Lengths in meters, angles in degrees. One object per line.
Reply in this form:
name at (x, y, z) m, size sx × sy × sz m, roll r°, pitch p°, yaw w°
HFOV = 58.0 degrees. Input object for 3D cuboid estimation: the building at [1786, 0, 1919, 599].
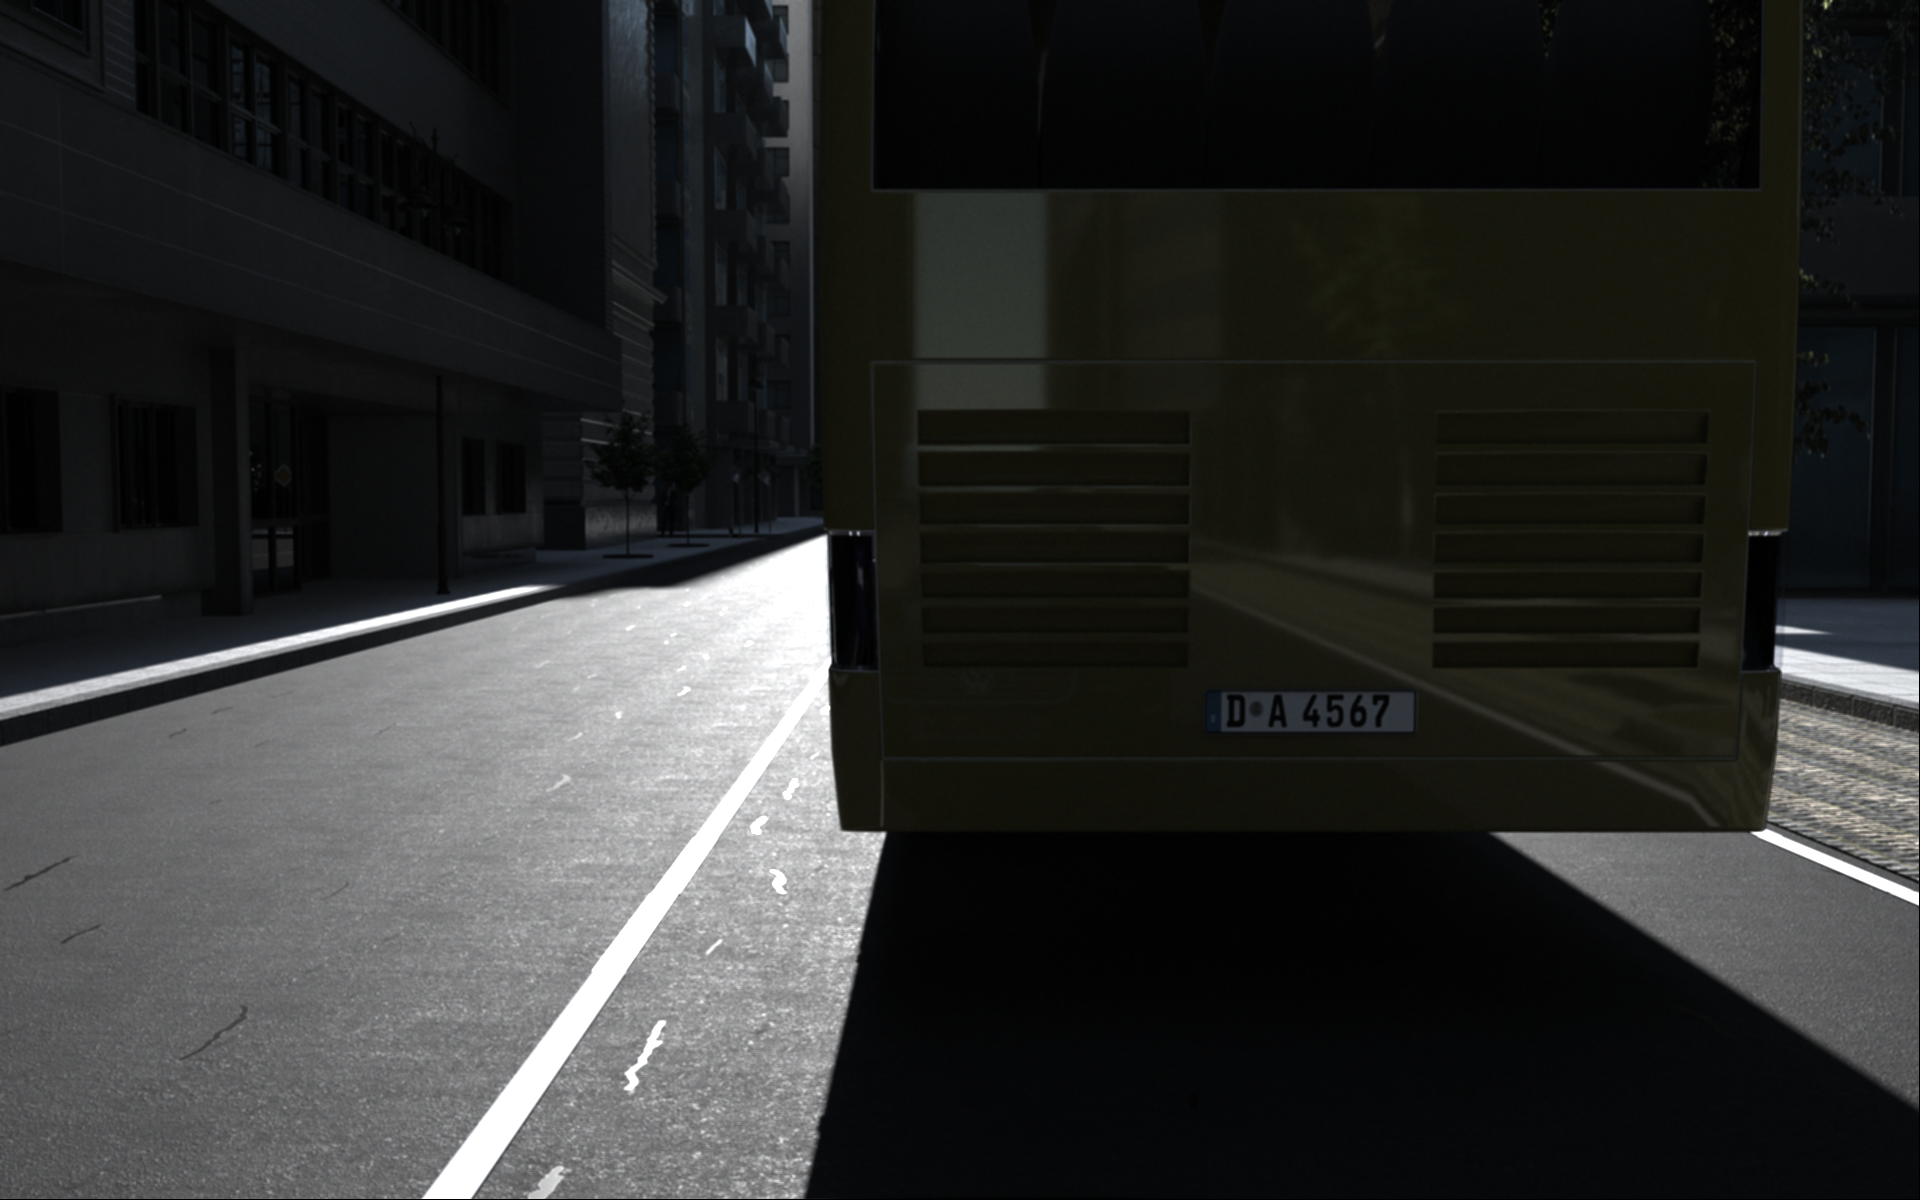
building at (17.771, -25.264, 32.672) m, size 23.786 × 49.044 × 30.456 m, roll 0°, pitch 4°, yaw 0°

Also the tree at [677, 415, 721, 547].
tree at (-6.802, -2.922, 42.374) m, size 1.663 × 3.219 × 1.824 m, roll 0°, pitch 3°, yaw 0°

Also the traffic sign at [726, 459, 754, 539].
traffic sign at (-6.208, -2.769, 48.909) m, size 0.795 × 2.450 × 0.064 m, roll 0°, pitch 4°, yaw 0°

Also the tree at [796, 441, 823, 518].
tree at (-7.113, -6.651, 92.460) m, size 4.285 × 4.588 × 4.351 m, roll 0°, pitch 3°, yaw 0°

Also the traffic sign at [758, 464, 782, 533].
traffic sign at (-6.243, -3.257, 56.894) m, size 0.795 × 2.450 × 0.064 m, roll 0°, pitch 4°, yaw 0°

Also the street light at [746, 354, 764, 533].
street light at (-6.734, -5.159, 57.130) m, size 0.468 × 5.910 × 1.993 m, roll 0°, pitch 4°, yaw 0°

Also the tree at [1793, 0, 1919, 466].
tree at (6.884, -3.994, 15.660) m, size 4.360 × 8.622 × 3.978 m, roll 0°, pitch 3°, yaw 0°

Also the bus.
bus at (0.915, -1.158, 10.485) m, size 2.896 × 3.916 × 12.252 m, roll 0°, pitch 4°, yaw 0°

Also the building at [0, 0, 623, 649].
building at (-13.276, -12.111, 17.084) m, size 14.314 × 24.678 × 30.058 m, roll 0°, pitch 4°, yaw 0°

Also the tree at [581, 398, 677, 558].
tree at (-6.762, -2.472, 35.014) m, size 1.663 × 3.219 × 1.824 m, roll 0°, pitch 3°, yaw 0°

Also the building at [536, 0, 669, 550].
building at (-17.790, -13.125, 43.475) m, size 19.941 × 23.489 × 11.050 m, roll 0°, pitch 4°, yaw 0°

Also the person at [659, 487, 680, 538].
person at (-8.978, -2.798, 53.614) m, size 0.648 × 1.900 × 0.474 m, roll -1°, pitch 4°, yaw -15°

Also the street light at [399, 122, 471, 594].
street light at (-6.628, -3.012, 22.033) m, size 0.468 × 5.910 × 1.993 m, roll 0°, pitch 4°, yaw 0°

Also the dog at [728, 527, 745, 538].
dog at (-7.073, -2.115, 54.771) m, size 0.748 × 0.427 × 0.550 m, roll 1°, pitch 4°, yaw 15°

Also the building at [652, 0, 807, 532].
building at (-18.910, -27.565, 70.298) m, size 23.786 × 49.044 × 30.456 m, roll 0°, pitch 4°, yaw 0°

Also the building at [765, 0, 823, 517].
building at (-12.373, -25.516, 100.779) m, size 14.154 × 41.232 × 14.086 m, roll 0°, pitch 4°, yaw 0°
